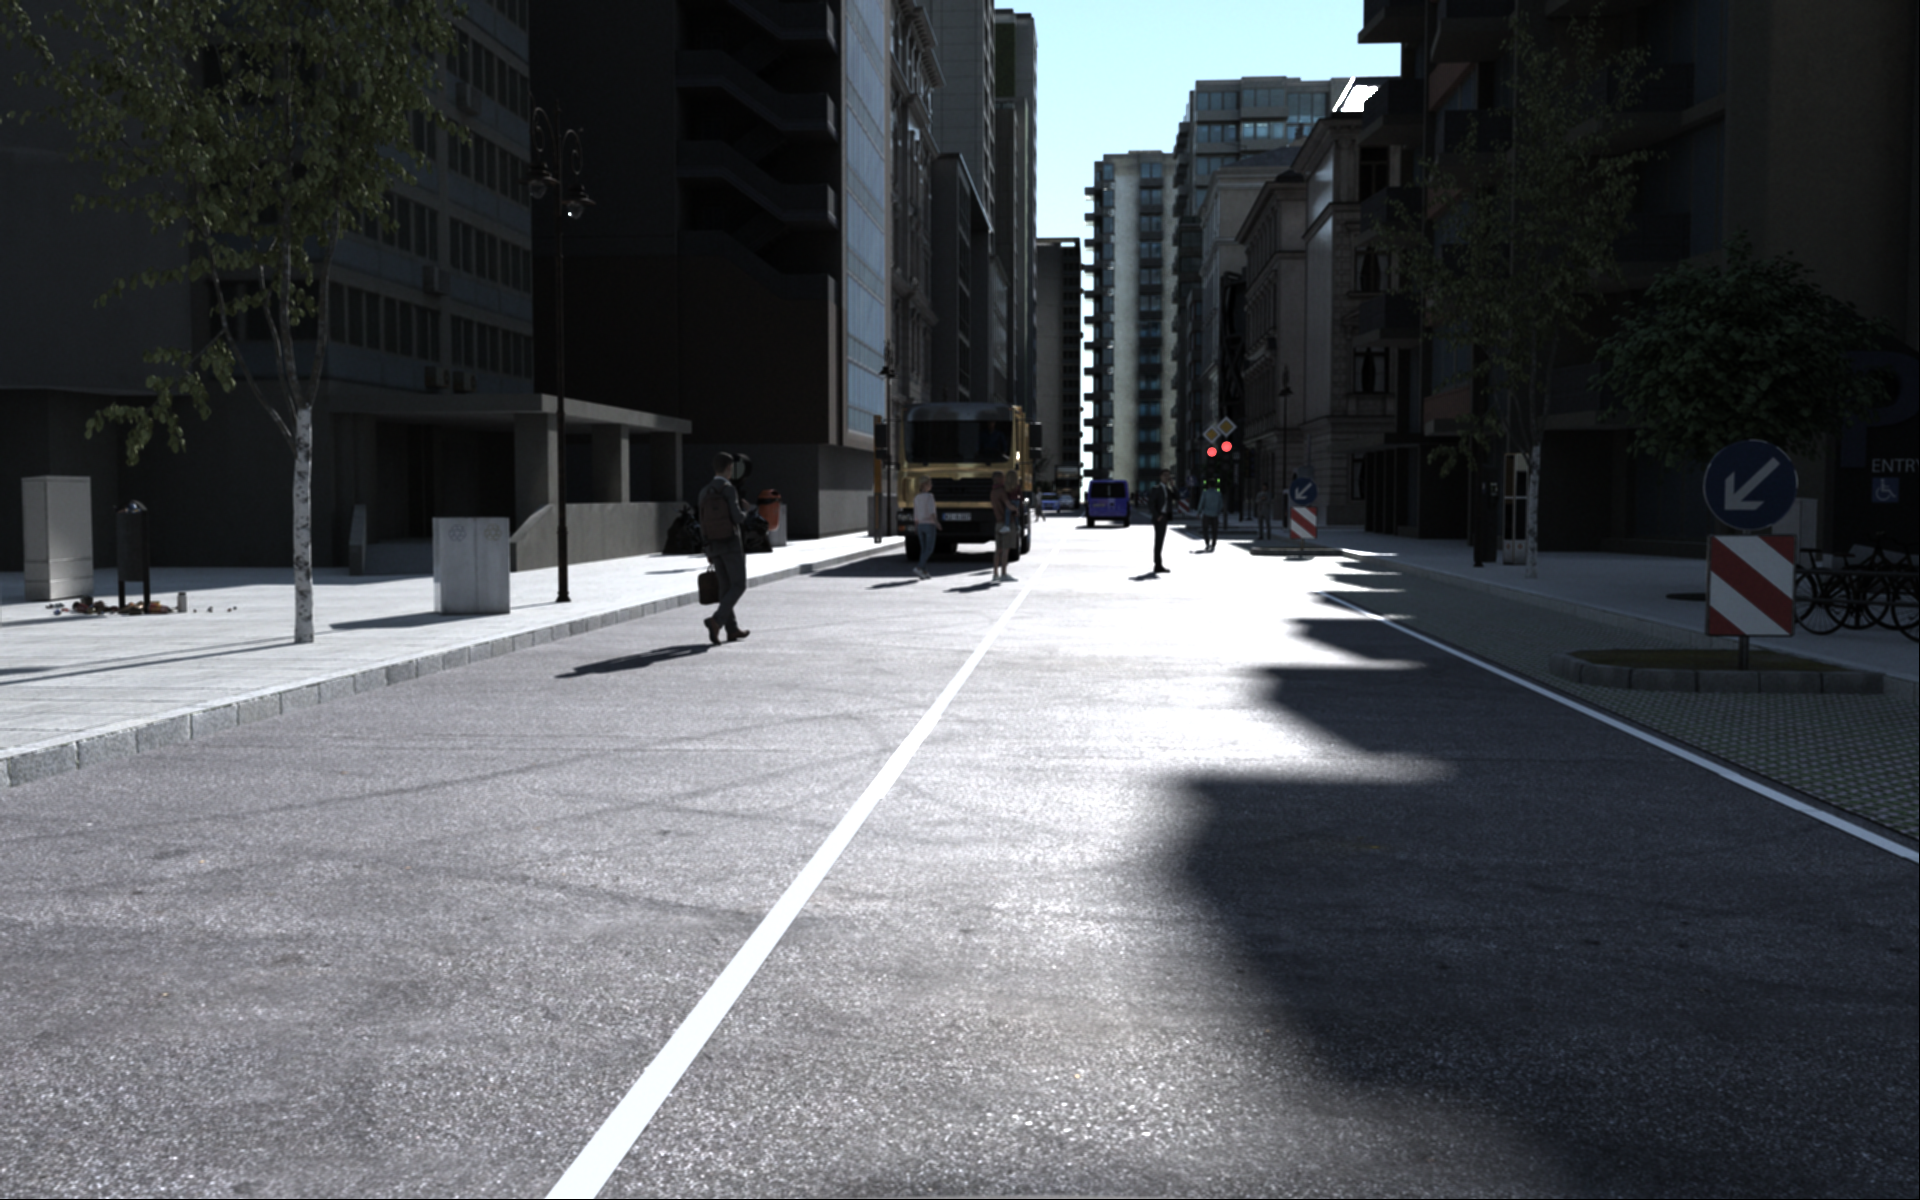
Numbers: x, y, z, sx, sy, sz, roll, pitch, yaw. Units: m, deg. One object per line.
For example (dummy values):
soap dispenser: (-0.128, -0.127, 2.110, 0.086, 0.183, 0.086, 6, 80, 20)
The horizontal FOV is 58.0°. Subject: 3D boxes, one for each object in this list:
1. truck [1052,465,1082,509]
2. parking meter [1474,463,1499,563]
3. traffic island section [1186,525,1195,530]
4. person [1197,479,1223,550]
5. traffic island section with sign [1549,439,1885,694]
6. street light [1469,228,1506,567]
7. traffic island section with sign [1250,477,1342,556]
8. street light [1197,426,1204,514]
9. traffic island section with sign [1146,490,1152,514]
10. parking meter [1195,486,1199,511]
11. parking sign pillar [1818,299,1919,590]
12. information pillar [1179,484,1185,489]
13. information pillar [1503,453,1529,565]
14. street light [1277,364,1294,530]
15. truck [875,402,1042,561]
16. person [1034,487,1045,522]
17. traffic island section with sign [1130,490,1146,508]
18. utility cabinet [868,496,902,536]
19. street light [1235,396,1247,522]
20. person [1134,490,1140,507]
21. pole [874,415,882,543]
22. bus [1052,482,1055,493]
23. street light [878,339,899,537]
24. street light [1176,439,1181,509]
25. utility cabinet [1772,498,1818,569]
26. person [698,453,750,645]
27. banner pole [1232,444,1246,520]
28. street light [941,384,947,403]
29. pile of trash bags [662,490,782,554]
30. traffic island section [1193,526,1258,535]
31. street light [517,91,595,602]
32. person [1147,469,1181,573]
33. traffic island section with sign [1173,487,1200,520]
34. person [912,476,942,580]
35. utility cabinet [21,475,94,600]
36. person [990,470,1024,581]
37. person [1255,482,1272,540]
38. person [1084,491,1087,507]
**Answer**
truck: (10.495, -11.008, 168.889, 2.839, 4.237, 11.283, 0, 4, 4)
parking meter: (9.899, -1.643, 32.569, 0.255, 1.863, 0.399, -2, 4, -30)
traffic island section: (10.205, -2.937, 70.300, 2.009, 0.180, 2.903, 0, 4, 5)
person: (6.459, -2.210, 44.651, 0.660, 1.820, 0.620, -1, 4, -8)
traffic island section with sign: (5.673, -0.287, 13.319, 1.989, 1.847, 2.006, 0, 4, 5)
street light: (9.143, -3.521, 30.360, 0.468, 5.910, 1.993, 0, 4, 5)
traffic island section with sign: (7.844, -1.955, 40.591, 1.989, 1.847, 2.006, 0, 4, 5)
street light: (15.635, -8.547, 112.534, 0.468, 5.910, 1.993, 0, 4, 5)
traffic island section with sign: (14.484, -7.045, 123.805, 1.989, 1.847, 2.006, 0, 4, 5)
parking meter: (18.266, -7.806, 133.346, 0.255, 1.863, 0.399, 0, 4, -1)
parking sign pillar: (12.625, -2.157, 23.736, 1.447, 3.967, 1.447, 1, 4, 10)
information pillar: (16.247, -7.486, 126.883, 0.304, 2.012, 0.304, -1, 4, -18)
information pillar: (10.041, -1.640, 31.299, 0.304, 2.012, 0.304, -1, 4, -21)
street light: (11.575, -5.438, 61.701, 0.468, 5.910, 1.993, 0, 4, 5)
truck: (0.229, -2.667, 39.536, 3.469, 3.379, 9.791, 0, 4, 4)
person: (4.167, -4.986, 90.253, 0.641, 1.798, 0.478, 3, 4, 38)
traffic island section with sign: (20.503, -11.654, 199.162, 1.989, 1.847, 2.006, 0, 4, 5)
utility cabinet: (-2.319, -2.587, 53.467, 1.020, 1.237, 0.306, 1, 4, 14)
street light: (13.057, -6.582, 80.409, 0.468, 5.910, 1.993, 0, 4, 5)
person: (19.763, -11.358, 194.143, 0.705, 1.831, 1.348, 3, 5, 43)
pole: (-2.138, -3.132, 45.048, 0.158, 3.312, 0.155, 0, 3, 0)
bus: (12.156, -12.365, 197.035, 2.948, 3.499, 13.247, 0, 4, 5)
street light: (-2.131, -4.834, 51.829, 0.468, 5.910, 1.993, 0, 4, 5)
street light: (18.170, -10.477, 144.084, 0.468, 5.910, 1.993, 0, 4, 5)
utility cabinet: (14.245, -1.127, 29.581, 0.306, 1.237, 1.020, 0, 4, 0)
person: (-2.299, -0.505, 16.713, 0.622, 1.834, 0.822, 2, 4, 32)
banner pole: (13.856, -5.872, 86.032, 0.863, 3.779, 0.401, 3, 5, 41)
street light: (-0.615, -6.024, 71.275, 0.468, 5.910, 1.993, 0, 4, 5)
pile of trash bags: (-4.953, -1.738, 38.171, 1.912, 1.369, 3.447, 2, 4, 25)
traffic island section: (9.569, -2.450, 62.340, 2.009, 0.180, 2.903, 0, 4, 5)
street light: (-4.725, -2.916, 20.457, 0.468, 5.910, 1.993, 0, 4, 5)
person: (3.767, -1.470, 31.893, 0.474, 1.900, 0.648, 2, 4, 30)
traffic island section with sign: (12.290, -5.363, 96.319, 1.989, 1.847, 2.006, 0, 4, 5)
person: (-0.589, -1.218, 29.080, 0.731, 1.740, 0.598, 3, 4, 36)
utility cabinet: (-11.037, -0.765, 21.184, 0.318, 1.500, 1.173, 0, 4, -3)
person: (0.752, -1.225, 28.510, 0.580, 1.828, 0.573, 1, 4, 16)
person: (9.481, -2.777, 54.089, 0.511, 1.800, 0.466, 1, 4, 18)
person: (14.267, -11.487, 196.332, 0.705, 1.822, 1.348, -1, 4, -11)
